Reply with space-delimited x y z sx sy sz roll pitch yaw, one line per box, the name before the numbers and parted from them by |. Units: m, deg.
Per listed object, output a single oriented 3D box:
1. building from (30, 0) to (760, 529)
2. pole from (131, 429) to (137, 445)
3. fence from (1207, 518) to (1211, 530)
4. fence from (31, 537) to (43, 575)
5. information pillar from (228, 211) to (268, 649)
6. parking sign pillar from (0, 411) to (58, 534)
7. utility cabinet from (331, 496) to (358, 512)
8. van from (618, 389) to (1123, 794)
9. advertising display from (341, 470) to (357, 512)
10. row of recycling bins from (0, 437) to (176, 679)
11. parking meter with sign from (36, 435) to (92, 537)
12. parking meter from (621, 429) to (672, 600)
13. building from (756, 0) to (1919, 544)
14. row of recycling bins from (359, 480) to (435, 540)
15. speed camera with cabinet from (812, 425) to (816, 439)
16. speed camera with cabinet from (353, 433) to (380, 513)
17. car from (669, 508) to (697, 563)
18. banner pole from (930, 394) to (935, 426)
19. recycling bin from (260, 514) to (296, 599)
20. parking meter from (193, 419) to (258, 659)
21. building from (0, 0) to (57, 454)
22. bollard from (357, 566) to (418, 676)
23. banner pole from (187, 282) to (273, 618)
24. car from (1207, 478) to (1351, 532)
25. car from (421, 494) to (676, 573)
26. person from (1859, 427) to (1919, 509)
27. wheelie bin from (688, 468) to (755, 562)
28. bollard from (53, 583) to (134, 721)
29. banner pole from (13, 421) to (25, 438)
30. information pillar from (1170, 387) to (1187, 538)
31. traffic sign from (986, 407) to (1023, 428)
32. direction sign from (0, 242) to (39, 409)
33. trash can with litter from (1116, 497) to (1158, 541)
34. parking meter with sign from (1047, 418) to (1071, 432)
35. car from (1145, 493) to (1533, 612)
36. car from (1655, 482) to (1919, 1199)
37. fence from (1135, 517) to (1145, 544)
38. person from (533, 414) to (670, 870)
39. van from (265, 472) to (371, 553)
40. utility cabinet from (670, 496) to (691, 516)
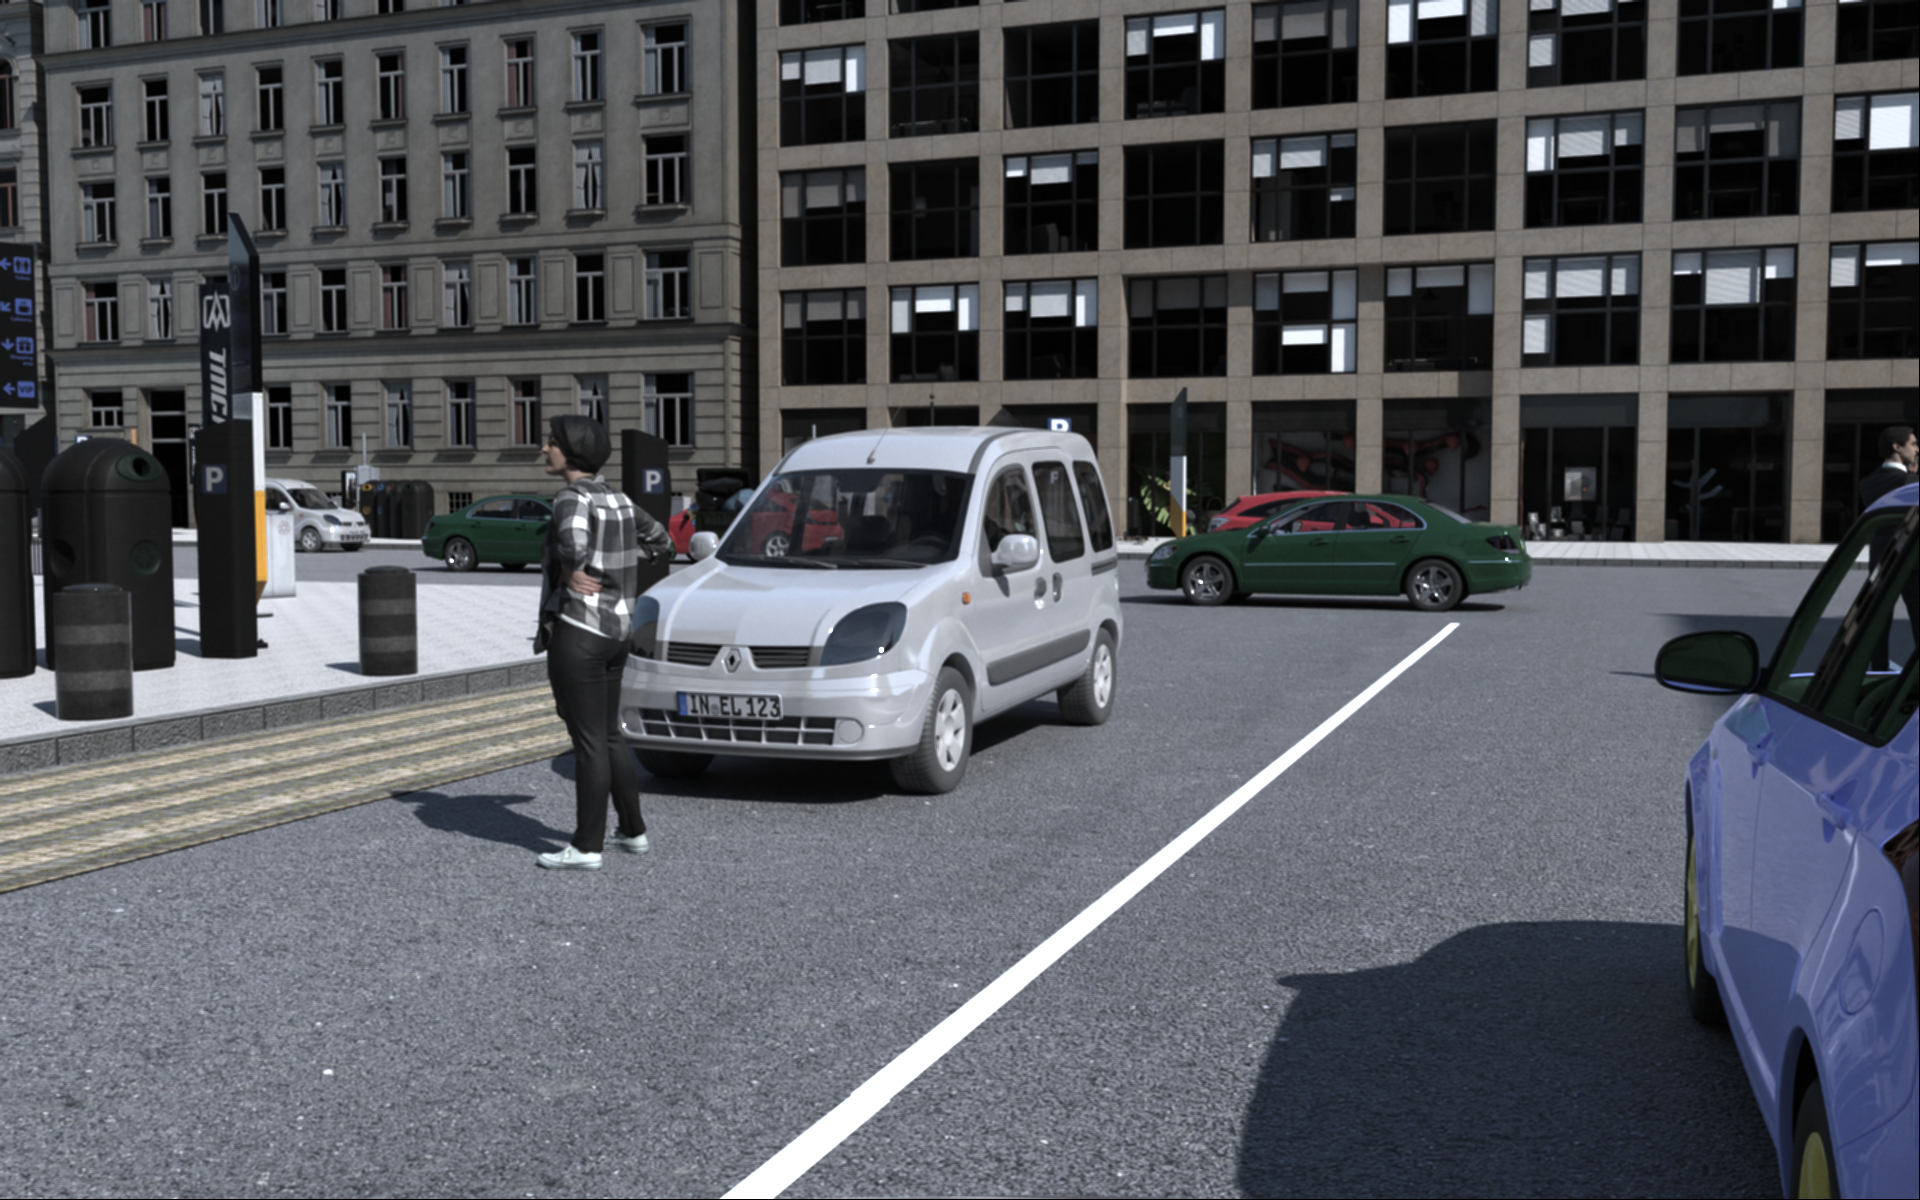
building | -18.050 -14.248 66.240 30.059 22.955 16.112 1 4 21
pole | -25.821 -3.693 54.229 0.158 3.312 0.155 0 3 0
fence | 6.451 -1.719 43.488 0.278 0.683 2.069 1 4 22
fence | -13.454 -0.548 24.327 2.069 0.683 0.278 1 4 19
information pillar | -5.887 -1.404 14.311 0.183 3.616 0.504 -3 5 -41
parking sign pillar | -30.259 -4.180 56.814 1.447 3.967 1.447 0 4 2
utility cabinet | -19.200 -2.623 54.040 1.020 1.237 0.306 3 4 37
van | -0.335 -0.168 9.753 2.013 2.044 4.112 1 4 21
advertising display | -16.838 -2.603 47.767 0.123 1.923 0.974 0 4 -3
row of recycling bins | -7.311 -0.290 11.860 3.534 1.692 1.069 -3 5 -42
parking meter with sign | -26.246 -3.332 50.740 0.543 3.016 1.738 1 4 14
parking meter | -2.855 -0.617 15.792 0.399 1.863 0.255 -3 5 -44
building | 12.950 -15.451 57.146 34.151 26.468 19.350 1 4 21
row of recycling bins | -16.288 -2.631 50.130 1.069 1.692 3.534 -3 5 -44
speed camera with cabinet | -3.457 -3.368 49.408 2.038 3.252 0.660 1 4 21
speed camera with cabinet | -18.558 -3.784 56.201 2.038 3.252 0.660 0 4 -1
car | -4.624 -1.627 35.639 4.494 1.783 2.155 1 4 22
banner pole | -0.685 -3.276 43.585 0.401 3.779 0.863 0 4 3
recycling bin | -8.771 -0.547 21.498 0.722 1.027 0.722 2 4 32
parking meter | -5.760 -0.481 13.576 0.399 1.863 0.255 1 4 16
building | -43.233 -17.606 75.244 23.554 28.519 14.401 1 4 21
bollard | -4.083 0.144 12.355 0.404 0.777 0.398 0 3 0
banner pole | -7.609 -1.717 18.090 0.863 3.779 0.401 1 4 23
car | 6.022 -1.092 26.895 4.494 1.783 2.155 1 4 22
car | -7.565 -1.231 31.933 4.920 1.459 2.131 1 4 21
person | 6.607 -0.258 12.088 0.474 1.900 0.648 -1 4 -22
wheelie bin | -2.849 -0.806 21.087 0.980 1.594 0.693 0 4 2
bollard | -4.986 0.291 9.966 0.404 0.777 0.398 0 3 0
banner pole | -32.002 -4.230 59.170 0.863 3.779 0.401 0 4 2
information pillar | 4.802 -2.855 38.030 0.183 3.616 0.504 -2 4 -30
traffic sign | 0.491 -1.009 20.133 0.795 2.450 0.064 1 4 21
direction sign | -8.712 -1.439 15.523 0.379 3.537 0.876 3 5 40
trash can with litter | 4.646 -2.256 47.950 1.678 1.210 2.233 1 4 16
parking meter with sign | 2.205 -2.710 40.572 0.543 3.016 1.738 0 4 -4
car | 4.804 -0.644 22.330 4.920 1.459 2.131 1 4 22
car | 2.425 0.378 3.409 1.945 1.707 3.694 1 4 19
fence | 4.683 -1.817 45.090 0.278 0.683 2.069 0 4 8
person | -1.412 0.155 6.691 0.376 1.734 0.841 1 4 17
van | -16.762 -2.221 43.329 4.112 2.044 2.013 1 4 21
utility cabinet | -7.819 -2.238 47.753 1.020 1.237 0.306 3 5 44
